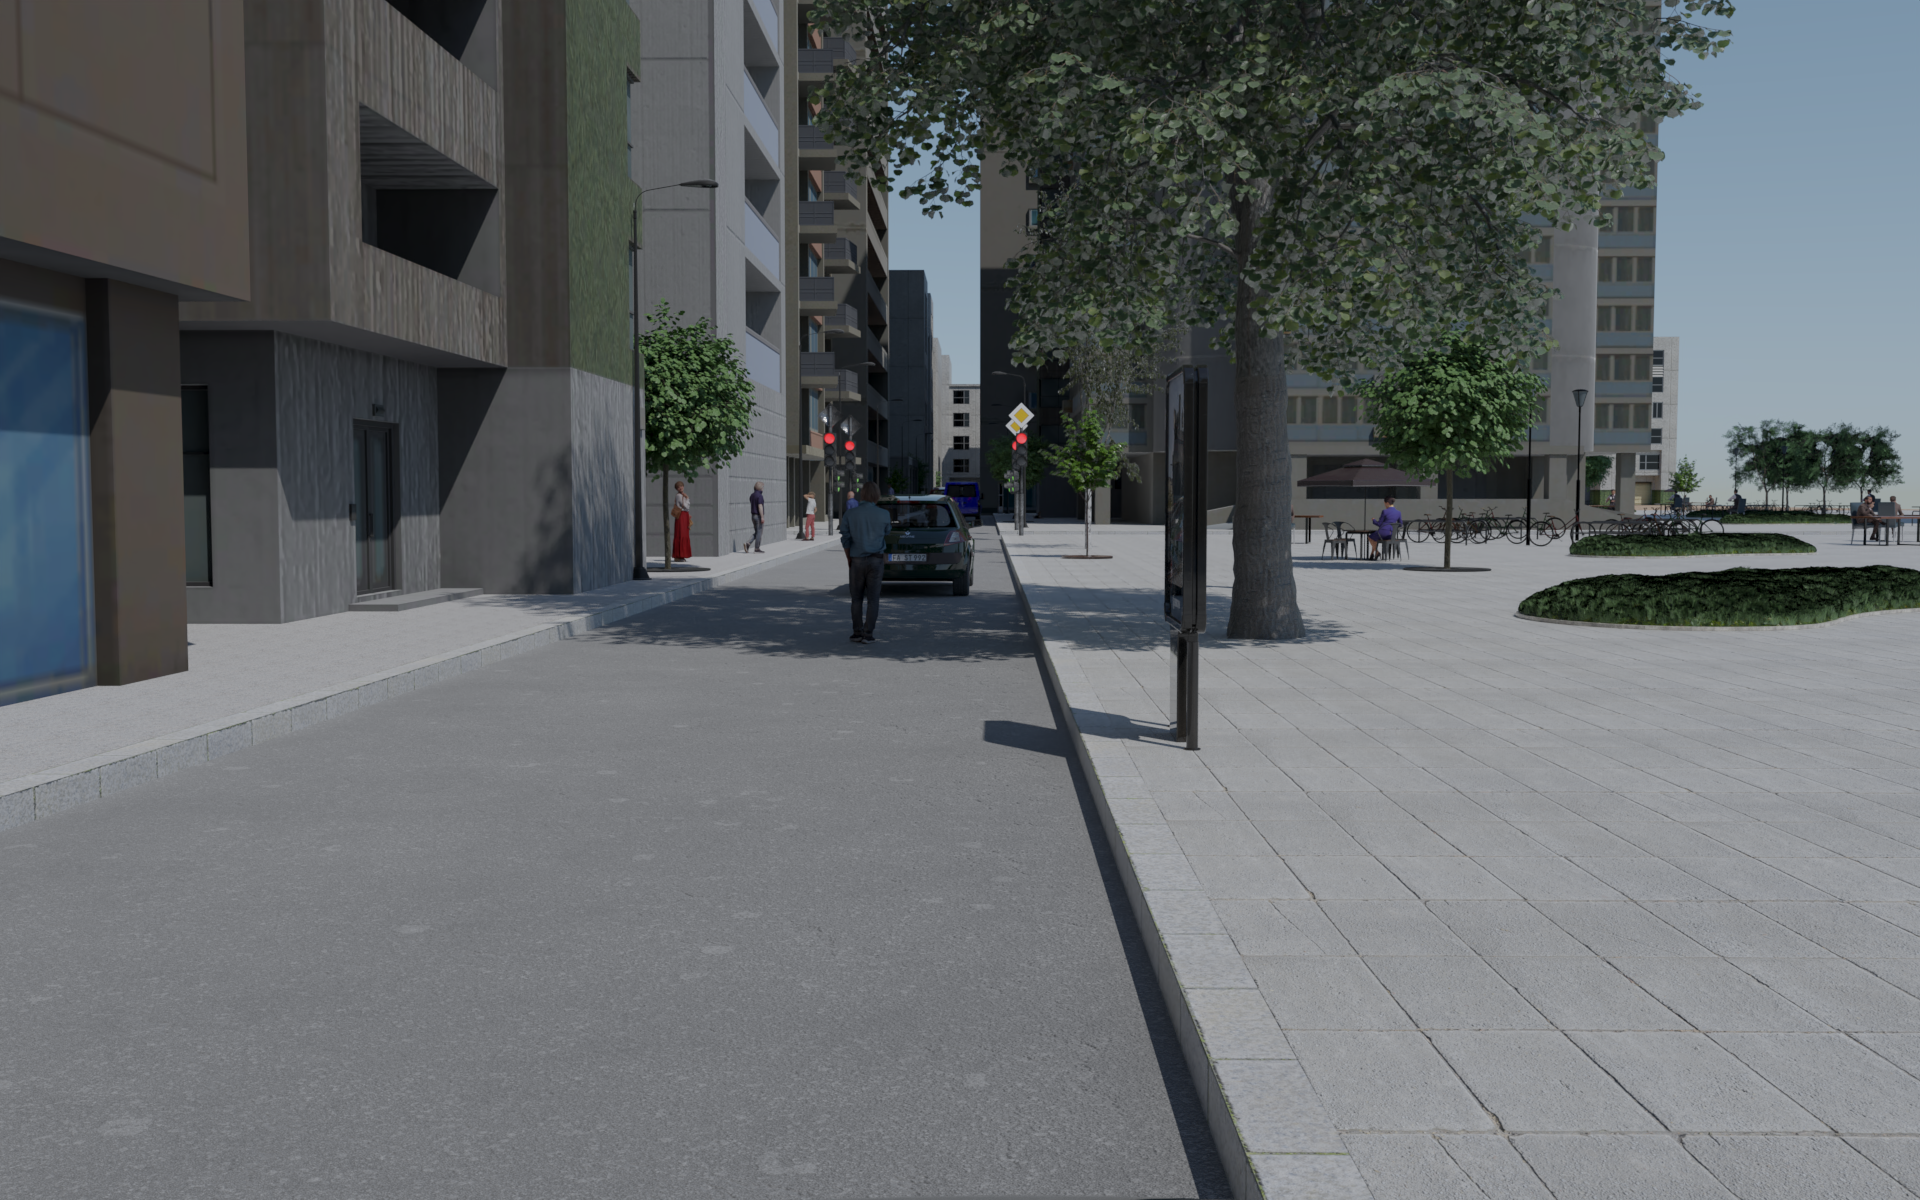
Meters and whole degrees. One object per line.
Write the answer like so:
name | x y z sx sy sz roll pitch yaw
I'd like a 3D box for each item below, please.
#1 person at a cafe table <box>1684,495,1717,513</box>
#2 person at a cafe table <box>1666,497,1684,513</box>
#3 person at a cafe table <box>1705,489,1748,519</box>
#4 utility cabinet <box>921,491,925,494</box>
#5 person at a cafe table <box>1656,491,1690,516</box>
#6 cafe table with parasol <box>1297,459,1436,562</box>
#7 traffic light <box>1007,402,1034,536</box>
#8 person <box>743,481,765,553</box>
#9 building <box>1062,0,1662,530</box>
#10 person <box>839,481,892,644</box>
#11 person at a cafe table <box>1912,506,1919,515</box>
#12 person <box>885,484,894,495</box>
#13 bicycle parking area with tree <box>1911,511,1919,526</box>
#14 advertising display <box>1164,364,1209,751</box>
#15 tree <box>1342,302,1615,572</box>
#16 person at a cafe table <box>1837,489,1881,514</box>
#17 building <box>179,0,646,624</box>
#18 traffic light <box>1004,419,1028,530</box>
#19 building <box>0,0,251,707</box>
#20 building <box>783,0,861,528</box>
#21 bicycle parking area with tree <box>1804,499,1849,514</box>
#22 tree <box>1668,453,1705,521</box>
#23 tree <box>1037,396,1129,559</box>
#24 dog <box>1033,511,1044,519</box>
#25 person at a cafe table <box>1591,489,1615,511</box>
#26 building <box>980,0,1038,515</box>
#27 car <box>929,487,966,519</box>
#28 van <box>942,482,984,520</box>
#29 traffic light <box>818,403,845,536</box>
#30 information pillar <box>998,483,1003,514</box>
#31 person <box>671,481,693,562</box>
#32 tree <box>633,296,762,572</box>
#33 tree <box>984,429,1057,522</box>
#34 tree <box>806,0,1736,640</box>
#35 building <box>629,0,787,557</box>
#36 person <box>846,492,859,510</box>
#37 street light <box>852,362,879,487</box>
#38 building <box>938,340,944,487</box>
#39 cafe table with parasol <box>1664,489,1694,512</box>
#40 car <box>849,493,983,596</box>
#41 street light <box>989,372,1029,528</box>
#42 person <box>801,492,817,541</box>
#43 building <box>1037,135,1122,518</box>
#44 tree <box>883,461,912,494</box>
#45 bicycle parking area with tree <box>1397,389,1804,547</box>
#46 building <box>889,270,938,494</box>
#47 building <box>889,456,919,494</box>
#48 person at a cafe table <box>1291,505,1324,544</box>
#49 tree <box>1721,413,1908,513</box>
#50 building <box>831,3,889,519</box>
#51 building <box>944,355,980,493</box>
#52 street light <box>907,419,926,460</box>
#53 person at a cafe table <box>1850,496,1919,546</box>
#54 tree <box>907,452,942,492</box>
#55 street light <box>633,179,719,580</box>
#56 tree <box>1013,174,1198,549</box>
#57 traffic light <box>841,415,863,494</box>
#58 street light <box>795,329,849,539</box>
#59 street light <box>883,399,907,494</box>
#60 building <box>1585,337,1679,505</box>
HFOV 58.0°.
person at a cafe table | 48.686 -6.281 113.548 1.726 1.238 1.698 1 4 15
person at a cafe table | 48.446 -6.437 116.106 1.698 1.238 1.726 0 4 8
person at a cafe table | 37.440 -4.622 84.092 1.698 1.524 1.622 -1 4 -16
utility cabinet | -2.772 -7.401 129.678 0.318 1.500 1.173 0 4 -2
person at a cafe table | 41.174 -5.586 99.844 1.698 1.524 1.622 0 4 4
cafe table with parasol | 7.856 -1.756 33.583 2.610 1.966 2.610 2 4 34
traffic light | 1.868 -3.936 53.275 0.839 4.253 0.868 0 4 1
person | -4.434 -1.785 37.429 0.471 1.553 0.569 0 4 0
building | 16.957 -23.541 76.781 23.993 40.220 32.217 0 4 1
person | -0.918 -0.361 16.617 0.499 1.552 0.429 1 4 23
person at a cafe table | 44.035 -4.231 77.694 1.622 1.524 1.698 -1 4 -19
person | -3.933 -5.462 95.208 0.599 1.838 0.709 1 4 10
bicycle parking area with tree | 41.141 -4.831 65.982 8.231 4.147 9.016 2 4 26
advertising display | 1.175 -0.235 9.061 0.123 1.923 0.974 0 4 1
tree | 8.122 -2.771 29.027 4.285 4.588 4.351 0 3 0
person at a cafe table | 44.607 -4.709 85.514 1.698 1.524 1.622 -2 4 -25
building | -11.978 -15.136 19.171 14.160 30.474 14.107 0 4 1
traffic light | 1.984 -4.424 61.259 0.839 4.253 0.868 0 4 1
building | -12.244 -21.681 4.592 14.600 45.320 14.200 0 4 1
building | -15.901 -25.673 74.374 22.147 44.769 28.867 0 4 1
bicycle parking area with tree | 48.662 -7.269 105.851 9.016 4.147 8.231 0 4 7
tree | 34.509 -5.355 82.162 1.663 3.219 1.824 0 3 0
tree | 2.611 -2.431 34.352 1.663 3.219 1.824 0 3 0
dog | 4.073 -4.416 89.933 0.550 0.427 0.748 0 4 -5
person at a cafe table | 31.426 -4.589 83.552 1.698 1.524 1.622 2 4 30
building | 12.129 -30.650 124.828 21.300 48.544 21.600 0 4 1
car | -0.775 -5.275 94.916 2.281 1.827 5.304 0 4 3
van | 0.128 -5.188 89.207 2.240 2.365 5.245 0 4 1
traffic light | -3.973 -3.940 53.344 0.839 4.253 0.868 0 4 1
information pillar | 2.653 -6.691 113.895 0.304 2.012 0.304 -1 4 -11
person | -5.256 -1.480 32.707 0.387 1.526 0.523 0 4 0
tree | -4.919 -2.769 28.994 4.285 4.588 4.351 0 3 0
tree | 2.762 -5.860 79.526 4.285 4.588 4.351 0 3 0
tree | 2.735 -6.629 15.032 9.857 13.997 8.962 0 3 0
building | -18.900 -30.597 42.257 28.212 58.520 21.231 0 4 1
person | -2.664 -1.957 43.197 0.574 1.496 0.600 -2 4 -26
street light | -3.698 -5.424 61.217 1.470 5.913 1.316 0 4 1
building | -18.123 -20.673 204.459 31.486 18.905 16.747 0 4 1
cafe table with parasol | 51.427 -7.278 123.858 2.610 1.966 2.610 -1 4 -8
car | -0.671 -0.979 25.786 2.009 1.686 4.222 0 4 2
street light | 1.908 -5.708 65.866 1.470 5.913 1.316 0 4 1
person | -4.141 -2.294 47.457 0.340 1.345 0.435 1 4 13
building | 11.403 -20.054 99.582 14.160 30.474 14.107 0 4 1
tree | -3.627 -6.577 102.140 1.663 3.219 1.824 0 3 0
bicycle parking area with tree | 15.695 -3.561 45.229 8.231 4.147 9.016 -3 5 -44
building | -10.963 -17.499 152.565 16.747 18.905 31.486 0 4 1
building | -13.362 -41.739 120.692 20.563 71.187 20.611 0 4 1
person at a cafe table | 8.403 -2.062 44.572 1.698 1.238 1.726 1 4 18
tree | 59.295 -9.670 121.013 11.467 7.101 20.602 0 4 -4
building | -15.347 -29.112 99.676 21.300 48.544 21.600 0 4 1
building | 6.061 -22.128 228.251 31.486 18.905 16.747 0 4 1
street light | -3.048 -8.261 107.607 1.470 5.913 1.316 0 4 1
person at a cafe table | 25.151 -2.176 46.439 1.726 1.238 1.698 -3 5 -42
tree | -3.809 -9.243 134.836 4.285 4.588 4.351 0 3 0
street light | -4.257 -3.252 25.707 1.470 5.913 1.316 0 4 1
tree | 3.183 -5.481 39.977 4.360 8.622 3.978 0 3 0
traffic light | -3.856 -4.429 61.328 0.839 4.253 0.868 0 4 1
street light | -3.966 -4.672 48.928 1.470 5.913 1.316 0 4 1
street light | -3.471 -6.842 84.411 1.470 5.913 1.316 0 4 1
building | 64.994 -20.597 203.219 31.486 18.905 16.747 0 4 1
